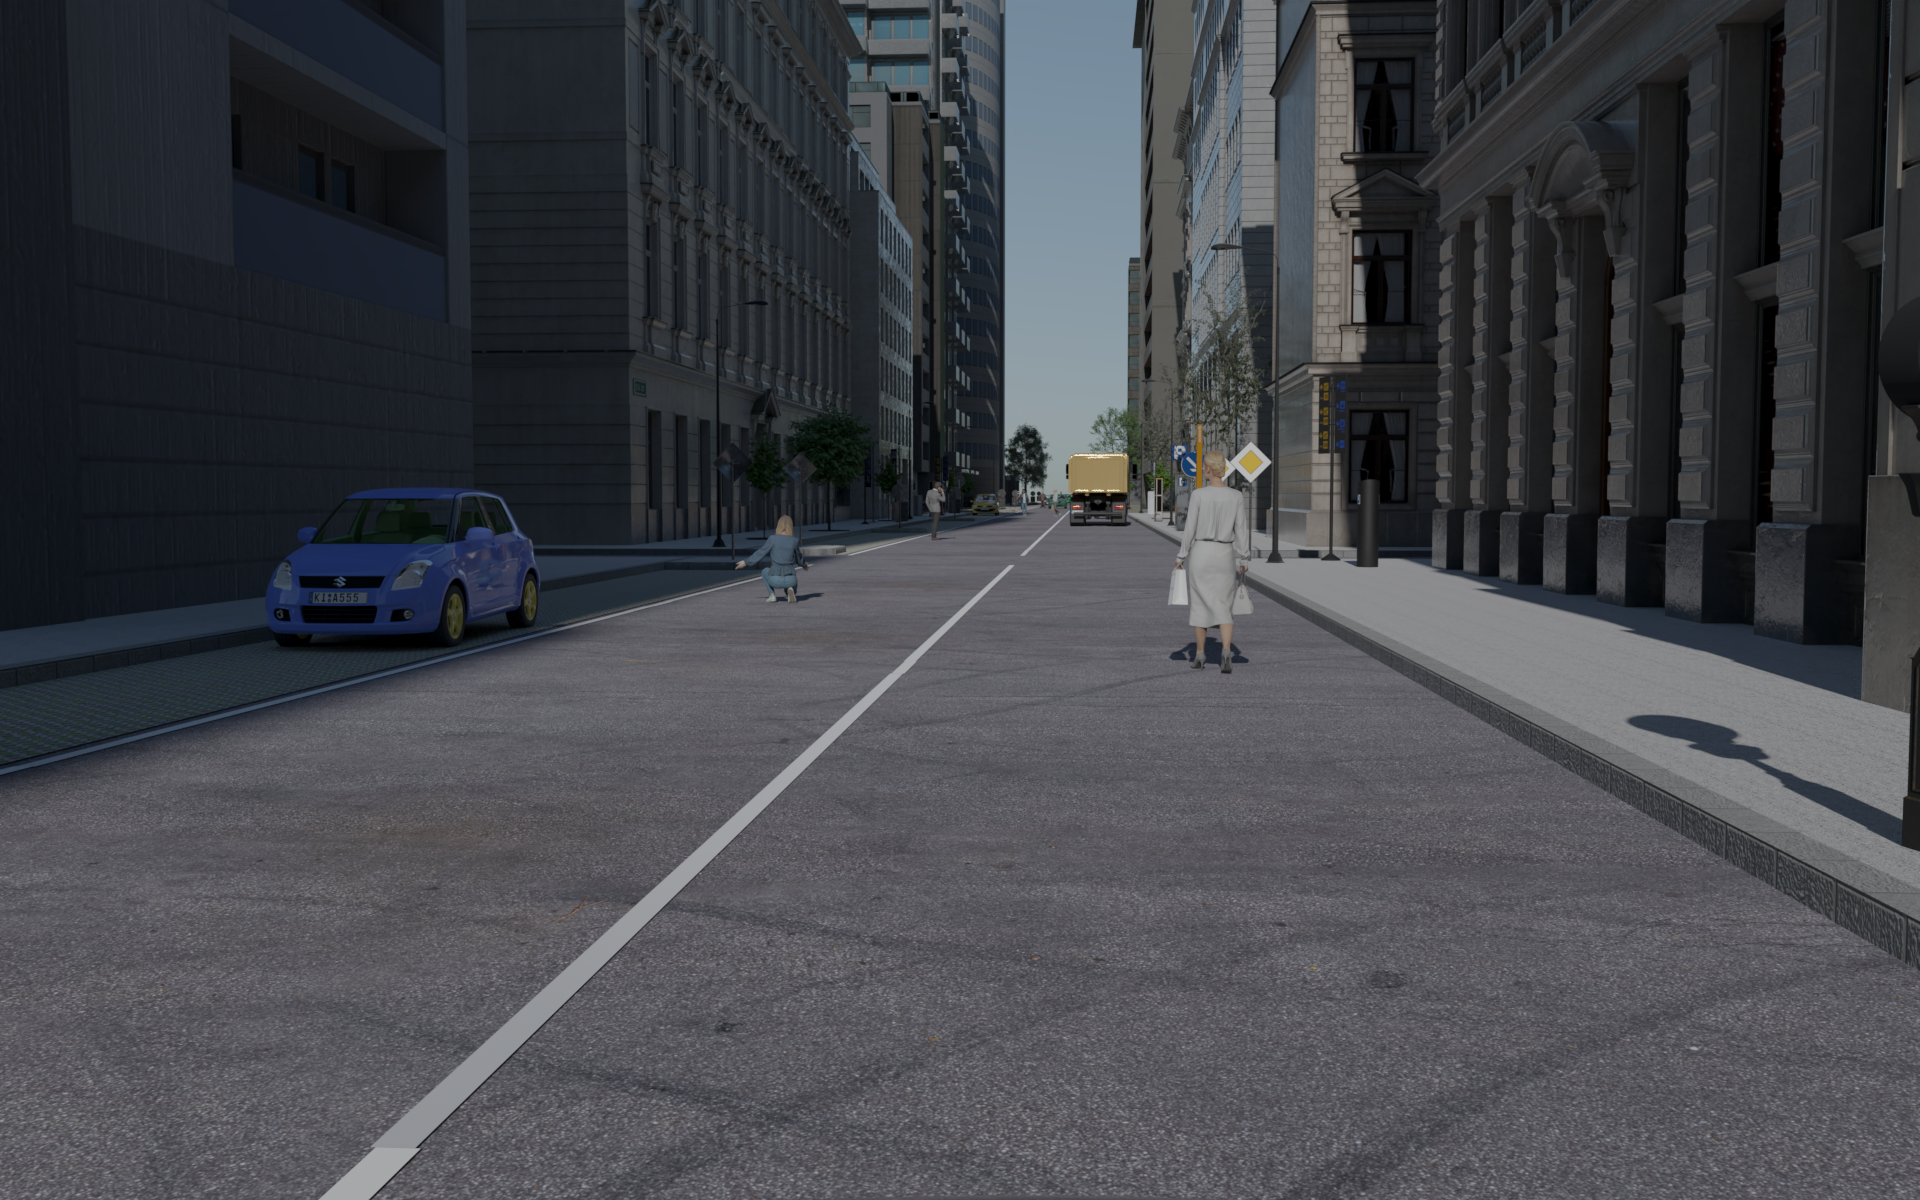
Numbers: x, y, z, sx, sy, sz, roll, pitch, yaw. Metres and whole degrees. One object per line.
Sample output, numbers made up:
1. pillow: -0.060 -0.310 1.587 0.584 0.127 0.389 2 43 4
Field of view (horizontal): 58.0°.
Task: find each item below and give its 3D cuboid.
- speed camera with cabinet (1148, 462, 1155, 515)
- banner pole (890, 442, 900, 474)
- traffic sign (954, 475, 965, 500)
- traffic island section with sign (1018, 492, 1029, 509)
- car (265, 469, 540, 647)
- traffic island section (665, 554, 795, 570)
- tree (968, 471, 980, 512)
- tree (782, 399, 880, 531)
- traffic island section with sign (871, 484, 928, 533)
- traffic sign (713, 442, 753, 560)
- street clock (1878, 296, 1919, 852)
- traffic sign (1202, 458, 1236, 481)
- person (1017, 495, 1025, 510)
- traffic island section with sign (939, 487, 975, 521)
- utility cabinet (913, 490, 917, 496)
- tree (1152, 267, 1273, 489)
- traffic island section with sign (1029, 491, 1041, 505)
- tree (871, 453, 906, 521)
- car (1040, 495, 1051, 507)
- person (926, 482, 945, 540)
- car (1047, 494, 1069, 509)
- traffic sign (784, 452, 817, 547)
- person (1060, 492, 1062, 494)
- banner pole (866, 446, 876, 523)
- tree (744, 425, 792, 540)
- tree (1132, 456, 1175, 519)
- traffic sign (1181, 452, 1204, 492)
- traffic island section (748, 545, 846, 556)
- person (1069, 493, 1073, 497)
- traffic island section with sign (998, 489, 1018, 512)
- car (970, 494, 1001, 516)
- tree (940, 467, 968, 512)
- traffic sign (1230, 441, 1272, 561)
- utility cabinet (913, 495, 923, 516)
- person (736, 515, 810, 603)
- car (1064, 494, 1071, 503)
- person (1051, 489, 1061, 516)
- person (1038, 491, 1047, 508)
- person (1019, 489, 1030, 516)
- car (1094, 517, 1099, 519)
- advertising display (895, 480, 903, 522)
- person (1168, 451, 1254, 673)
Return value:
1. speed camera with cabinet: 12.075 -6.894 107.049 0.660 3.252 2.038 1 4 16
2. banner pole: -3.114 -5.758 84.156 0.401 3.779 0.863 -3 5 -44
3. traffic sign: -0.029 -7.126 116.614 0.768 2.556 0.104 1 4 11
4. traffic island section with sign: 5.460 -9.777 168.482 1.989 1.847 2.006 0 4 4
5. car: -5.472 -0.469 17.260 1.945 1.707 3.694 0 4 3
6. traffic island section: -4.455 -0.707 33.844 2.009 0.180 2.903 0 4 4
7. tree: 0.368 -8.150 127.853 1.663 3.219 1.824 0 3 0
8. tree: -4.460 -4.665 59.994 4.285 4.588 4.351 0 3 0
9. traffic island section with sign: -2.208 -3.412 64.413 1.989 1.847 2.006 0 4 4
10. traffic sign: -4.431 -1.843 33.781 0.795 2.450 0.064 0 4 4
11. street clock: 3.531 -0.098 6.165 0.471 2.002 0.358 0 4 -7
12. traffic sign: 6.121 -2.284 40.993 0.795 2.450 0.064 0 4 4
13. person: 5.680 -9.023 156.731 1.217 1.736 0.721 0 4 -1
14. traffic island section with sign: -0.226 -5.056 91.296 1.989 1.847 2.006 0 4 4
15. utility cabinet: -3.188 -5.917 105.422 1.173 1.500 0.318 -1 4 -10
16. tree: 8.534 -6.503 56.684 4.360 8.622 3.978 0 3 0
17. traffic island section with sign: 9.470 -13.112 223.009 1.989 1.847 2.006 0 4 4
18. tree: -3.310 -5.350 82.075 1.663 3.219 1.824 0 3 0
19. car: 9.814 -10.897 190.738 1.945 1.354 3.894 0 4 3
20. person: -0.754 -2.754 53.711 0.473 1.802 0.592 -2 4 -29
21. car: 9.557 -9.639 169.389 2.131 1.459 4.920 0 4 4
22. traffic sign: -3.845 -2.330 41.745 0.795 2.450 0.064 0 4 4
23. person: 14.400 -14.592 247.167 1.348 1.812 0.705 -2 4 -31
24. banner pole: -4.060 -5.402 78.331 0.401 3.779 0.863 -3 4 -38
25. tree: -5.397 -3.319 48.869 1.663 3.219 1.824 0 3 0
26. tree: 10.219 -5.765 88.857 1.663 3.219 1.824 0 3 0
27. traffic sign: 7.047 -3.186 52.195 0.768 2.556 0.104 1 4 9
28. traffic island section: -3.869 -1.194 41.808 2.009 0.180 2.903 0 4 4
29. person: 13.377 -11.964 204.066 1.348 1.831 0.705 1 4 22
30. traffic island section with sign: 3.473 -8.133 141.600 1.989 1.847 2.006 0 4 4
31. car: 1.722 -6.409 115.008 2.015 1.641 3.980 0 4 3
32. tree: -0.543 -7.831 122.632 1.663 3.219 1.824 0 3 0
33. traffic sign: 5.535 -1.797 33.029 0.795 2.450 0.064 0 4 4
34. utility cabinet: -2.474 -5.517 101.364 0.306 1.237 1.020 -1 4 -16
35. person: -2.465 -0.549 22.968 1.012 1.151 0.738 -1 4 -11
36. car: 14.193 -13.667 232.252 1.959 1.807 4.718 0 4 5
37. person: 6.231 -6.332 112.515 0.515 1.767 0.782 -1 4 -8
38. person: 8.409 -10.203 175.867 0.990 1.755 0.434 1 4 23
39. person: 4.202 -6.413 113.702 0.623 1.781 0.721 -1 4 -22
40. car: 8.693 -5.547 100.917 2.015 1.641 3.980 0 4 2
41. advertising display: -2.776 -4.495 78.702 0.123 1.923 0.974 1 4 15
42. person: 2.014 -0.311 13.933 0.694 1.780 0.624 1 4 11
